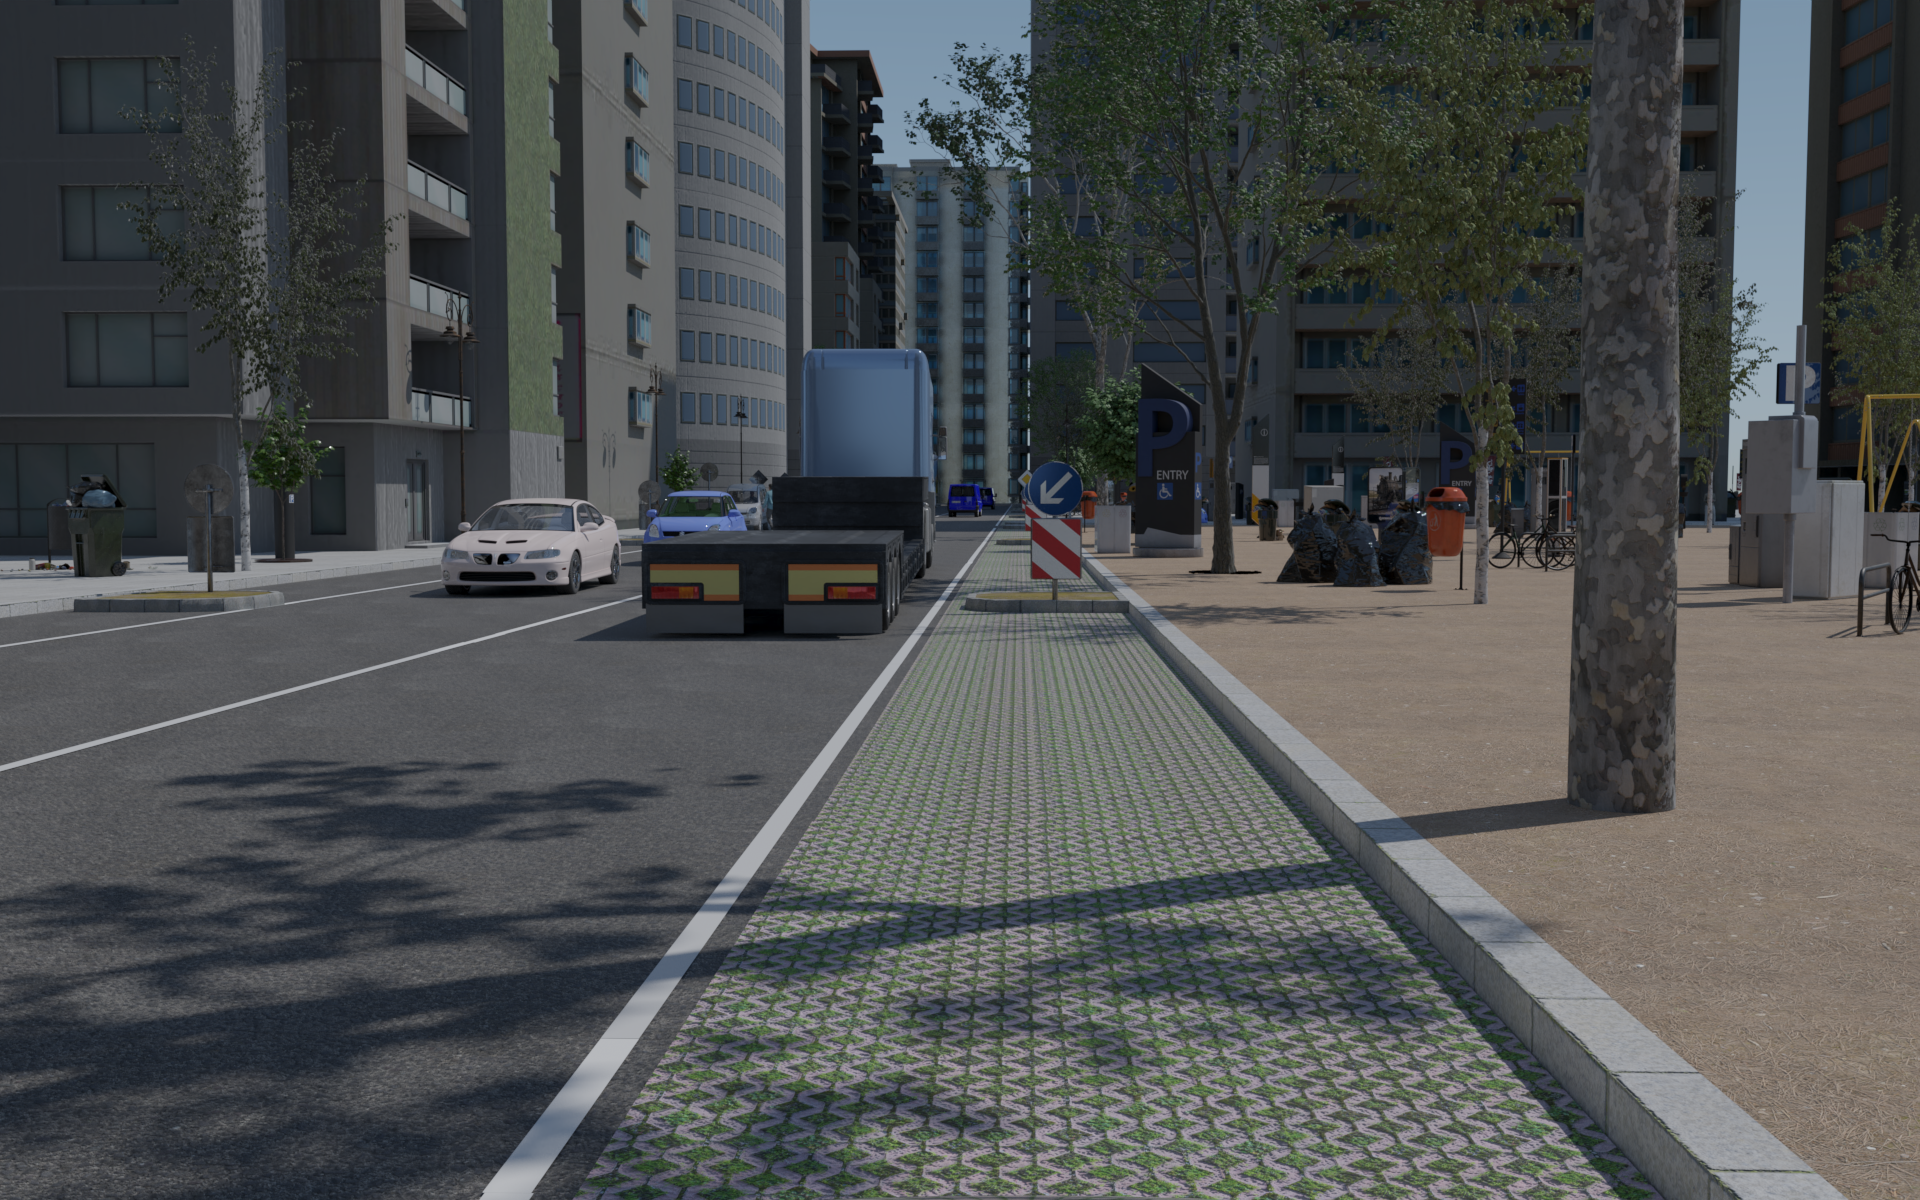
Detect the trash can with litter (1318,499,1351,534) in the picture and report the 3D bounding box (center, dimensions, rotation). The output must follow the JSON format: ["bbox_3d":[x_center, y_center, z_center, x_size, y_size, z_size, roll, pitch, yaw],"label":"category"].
[{"bbox_3d":[8.202,-1.595,37.458,0.624,1.170,1.055,3,4,38],"label":"trash can with litter"}]

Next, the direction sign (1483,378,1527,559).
[{"bbox_3d":[10.748,-2.585,34.262,0.876,3.537,0.379,3,5,41],"label":"direction sign"}]

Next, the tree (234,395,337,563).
[{"bbox_3d":[-12.869,-2.331,32.710,1.663,3.219,1.824,0,3,0],"label":"tree"}]

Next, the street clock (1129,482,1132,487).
[{"bbox_3d":[9.817,-5.729,98.240,0.471,2.002,0.358,-1,4,-8],"label":"street clock"}]

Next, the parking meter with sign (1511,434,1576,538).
[{"bbox_3d":[17.056,-3.329,50.684,1.738,3.016,0.543,1,4,16],"label":"parking meter with sign"}]

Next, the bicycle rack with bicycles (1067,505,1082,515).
[{"bbox_3d":[7.098,-5.754,107.455,2.852,0.926,2.925,-2,4,-27],"label":"bicycle rack with bicycles"}]

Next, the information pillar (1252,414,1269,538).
[{"bbox_3d":[8.741,-3.605,50.300,0.504,3.616,0.183,0,4,-3],"label":"information pillar"}]

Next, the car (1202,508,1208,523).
[{"bbox_3d":[8.965,-4.041,75.656,3.694,1.707,1.945,0,4,3],"label":"car"}]

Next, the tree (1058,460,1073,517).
[{"bbox_3d":[6.074,-6.354,98.497,1.663,3.219,1.824,0,3,0],"label":"tree"}]

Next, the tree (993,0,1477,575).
[{"bbox_3d":[4.342,-6.236,27.710,9.928,11.665,9.643,0,3,0],"label":"tree"}]

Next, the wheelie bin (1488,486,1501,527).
[{"bbox_3d":[20.464,-3.603,66.819,0.693,1.594,0.980,-3,5,-40],"label":"wheelie bin"}]

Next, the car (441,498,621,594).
[{"bbox_3d":[-6.399,-0.849,26.250,2.083,1.381,4.827,0,4,0],"label":"car"}]

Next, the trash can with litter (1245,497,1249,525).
[{"bbox_3d":[12.213,-3.664,71.289,0.624,1.170,1.055,-2,4,-31],"label":"trash can with litter"}]

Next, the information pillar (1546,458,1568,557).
[{"bbox_3d":[12.164,-1.885,35.304,0.304,2.012,0.304,3,5,42],"label":"information pillar"}]

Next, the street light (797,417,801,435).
[{"bbox_3d":[-9.279,-7.878,101.586,0.468,5.910,1.993,0,4,2],"label":"street light"}]

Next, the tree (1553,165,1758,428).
[{"bbox_3d":[16.090,-5.471,39.810,4.360,8.622,3.978,0,3,0],"label":"tree"}]

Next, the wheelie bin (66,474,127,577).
[{"bbox_3d":[-13.403,-1.161,26.887,0.980,1.594,0.693,2,4,31],"label":"wheelie bin"}]

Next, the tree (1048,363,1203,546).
[{"bbox_3d":[4.403,-3.659,43.537,4.285,4.588,4.351,0,3,0],"label":"tree"}]

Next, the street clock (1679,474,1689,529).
[{"bbox_3d":[26.581,-3.612,63.634,0.358,2.002,0.471,1,4,21],"label":"street clock"}]

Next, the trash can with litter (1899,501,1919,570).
[{"bbox_3d":[16.387,-1.094,29.270,1.055,1.170,0.624,-1,4,-9],"label":"trash can with litter"}]

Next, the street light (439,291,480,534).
[{"bbox_3d":[-11.395,-4.087,39.610,0.468,5.910,1.993,0,4,2],"label":"street light"}]

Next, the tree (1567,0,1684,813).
[{"bbox_3d":[4.128,-9.184,6.052,12.611,20.169,13.585,0,3,0],"label":"tree"}]

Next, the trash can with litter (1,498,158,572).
[{"bbox_3d":[-14.823,-1.116,29.305,2.233,1.210,1.678,0,4,-1],"label":"trash can with litter"}]

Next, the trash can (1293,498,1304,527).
[{"bbox_3d":[11.118,-2.719,56.108,0.748,1.137,0.748,0,3,0],"label":"trash can"}]

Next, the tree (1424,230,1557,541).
[{"bbox_3d":[15.598,-5.922,47.190,4.360,8.622,3.978,0,3,0],"label":"tree"}]

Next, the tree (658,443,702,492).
[{"bbox_3d":[-10.614,-4.367,65.999,1.663,3.219,1.824,0,3,0],"label":"tree"}]

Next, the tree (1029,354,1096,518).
[{"bbox_3d":[5.763,-8.628,91.432,4.360,8.622,3.978,0,3,0],"label":"tree"}]

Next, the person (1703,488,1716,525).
[{"bbox_3d":[32.347,-4.015,74.698,0.519,1.759,0.362,1,4,10],"label":"person"}]

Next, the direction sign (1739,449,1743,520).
[{"bbox_3d":[39.544,-5.827,87.271,0.876,3.537,0.379,-2,4,-30],"label":"direction sign"}]

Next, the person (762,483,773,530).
[{"bbox_3d":[-6.915,-3.375,63.707,0.660,1.820,0.620,-3,5,-44],"label":"person"}]

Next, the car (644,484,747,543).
[{"bbox_3d":[-5.477,-1.619,36.055,1.945,1.707,3.694,0,4,1],"label":"car"}]

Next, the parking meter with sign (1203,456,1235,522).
[{"bbox_3d":[11.947,-5.163,80.680,0.543,3.016,1.738,-2,4,-27],"label":"parking meter with sign"}]

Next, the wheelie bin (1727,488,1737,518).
[{"bbox_3d":[41.949,-5.286,94.340,0.693,1.594,0.980,2,4,23],"label":"wheelie bin"}]

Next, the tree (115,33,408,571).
[{"bbox_3d":[-11.676,-4.787,28.633,4.360,8.622,3.978,0,3,0],"label":"tree"}]

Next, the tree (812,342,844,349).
[{"bbox_3d":[-9.197,-11.483,113.497,9.928,11.665,9.643,0,3,0],"label":"tree"}]

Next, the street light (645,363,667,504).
[{"bbox_3d":[-10.694,-5.400,61.079,0.468,5.910,1.993,0,4,2],"label":"street light"}]

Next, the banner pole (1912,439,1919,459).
[{"bbox_3d":[43.450,-5.433,78.846,0.401,3.779,0.863,1,4,9],"label":"banner pole"}]

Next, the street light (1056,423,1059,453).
[{"bbox_3d":[6.166,-8.396,110.055,0.468,5.910,1.993,0,4,2],"label":"street light"}]

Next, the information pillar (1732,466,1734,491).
[{"bbox_3d":[63.766,-9.273,142.972,0.183,3.616,0.504,1,4,22],"label":"information pillar"}]

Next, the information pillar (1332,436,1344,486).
[{"bbox_3d":[15.163,-4.776,69.436,0.504,3.616,0.183,0,4,-6],"label":"information pillar"}]

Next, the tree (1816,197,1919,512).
[{"bbox_3d":[23.692,-5.721,43.906,4.737,8.622,4.395,0,3,0],"label":"tree"}]

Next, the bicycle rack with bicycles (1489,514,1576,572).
[{"bbox_3d":[10.453,-0.987,29.515,2.925,0.926,2.852,0,4,5],"label":"bicycle rack with bicycles"}]

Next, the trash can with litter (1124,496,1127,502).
[{"bbox_3d":[10.329,-5.638,103.570,1.055,1.170,0.624,-3,4,-37],"label":"trash can with litter"}]

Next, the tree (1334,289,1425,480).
[{"bbox_3d":[14.685,-6.501,56.648,4.360,8.622,3.978,0,3,0],"label":"tree"}]

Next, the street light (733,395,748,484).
[{"bbox_3d":[-10.077,-6.546,79.821,0.468,5.910,1.993,0,4,2],"label":"street light"}]

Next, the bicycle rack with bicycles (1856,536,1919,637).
[{"bbox_3d":[9.525,-0.149,15.818,2.852,0.926,2.925,3,4,36],"label":"bicycle rack with bicycles"}]

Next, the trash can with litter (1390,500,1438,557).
[{"bbox_3d":[9.413,-1.477,35.537,1.055,1.170,0.624,-1,4,-21],"label":"trash can with litter"}]

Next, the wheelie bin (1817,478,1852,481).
[{"bbox_3d":[17.105,-1.588,33.876,0.693,1.594,0.980,-3,4,-38],"label":"wheelie bin"}]

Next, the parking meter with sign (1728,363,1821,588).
[{"bbox_3d":[11.141,-1.689,23.881,0.543,3.016,1.738,0,4,1],"label":"parking meter with sign"}]

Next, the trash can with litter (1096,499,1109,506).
[{"bbox_3d":[5.605,-3.514,68.845,0.624,1.170,1.055,0,4,3],"label":"trash can with litter"}]

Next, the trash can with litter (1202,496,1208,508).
[{"bbox_3d":[14.342,-5.668,104.059,1.055,1.170,0.624,-2,4,-25],"label":"trash can with litter"}]

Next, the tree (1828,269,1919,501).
[{"bbox_3d":[30.594,-6.455,55.899,4.360,8.622,3.978,0,3,0],"label":"tree"}]

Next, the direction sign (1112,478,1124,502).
[{"bbox_3d":[10.072,-7.264,110.764,0.876,3.537,0.379,3,4,36],"label":"direction sign"}]

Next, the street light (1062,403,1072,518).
[{"bbox_3d":[5.392,-7.020,87.572,0.468,5.910,1.993,0,4,2],"label":"street light"}]

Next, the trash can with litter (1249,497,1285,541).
[{"bbox_3d":[8.474,-2.204,47.423,0.624,1.170,1.055,2,4,32],"label":"trash can with litter"}]

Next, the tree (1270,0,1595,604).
[{"bbox_3d":[5.857,-4.255,19.935,4.737,8.622,4.395,0,3,0],"label":"tree"}]
